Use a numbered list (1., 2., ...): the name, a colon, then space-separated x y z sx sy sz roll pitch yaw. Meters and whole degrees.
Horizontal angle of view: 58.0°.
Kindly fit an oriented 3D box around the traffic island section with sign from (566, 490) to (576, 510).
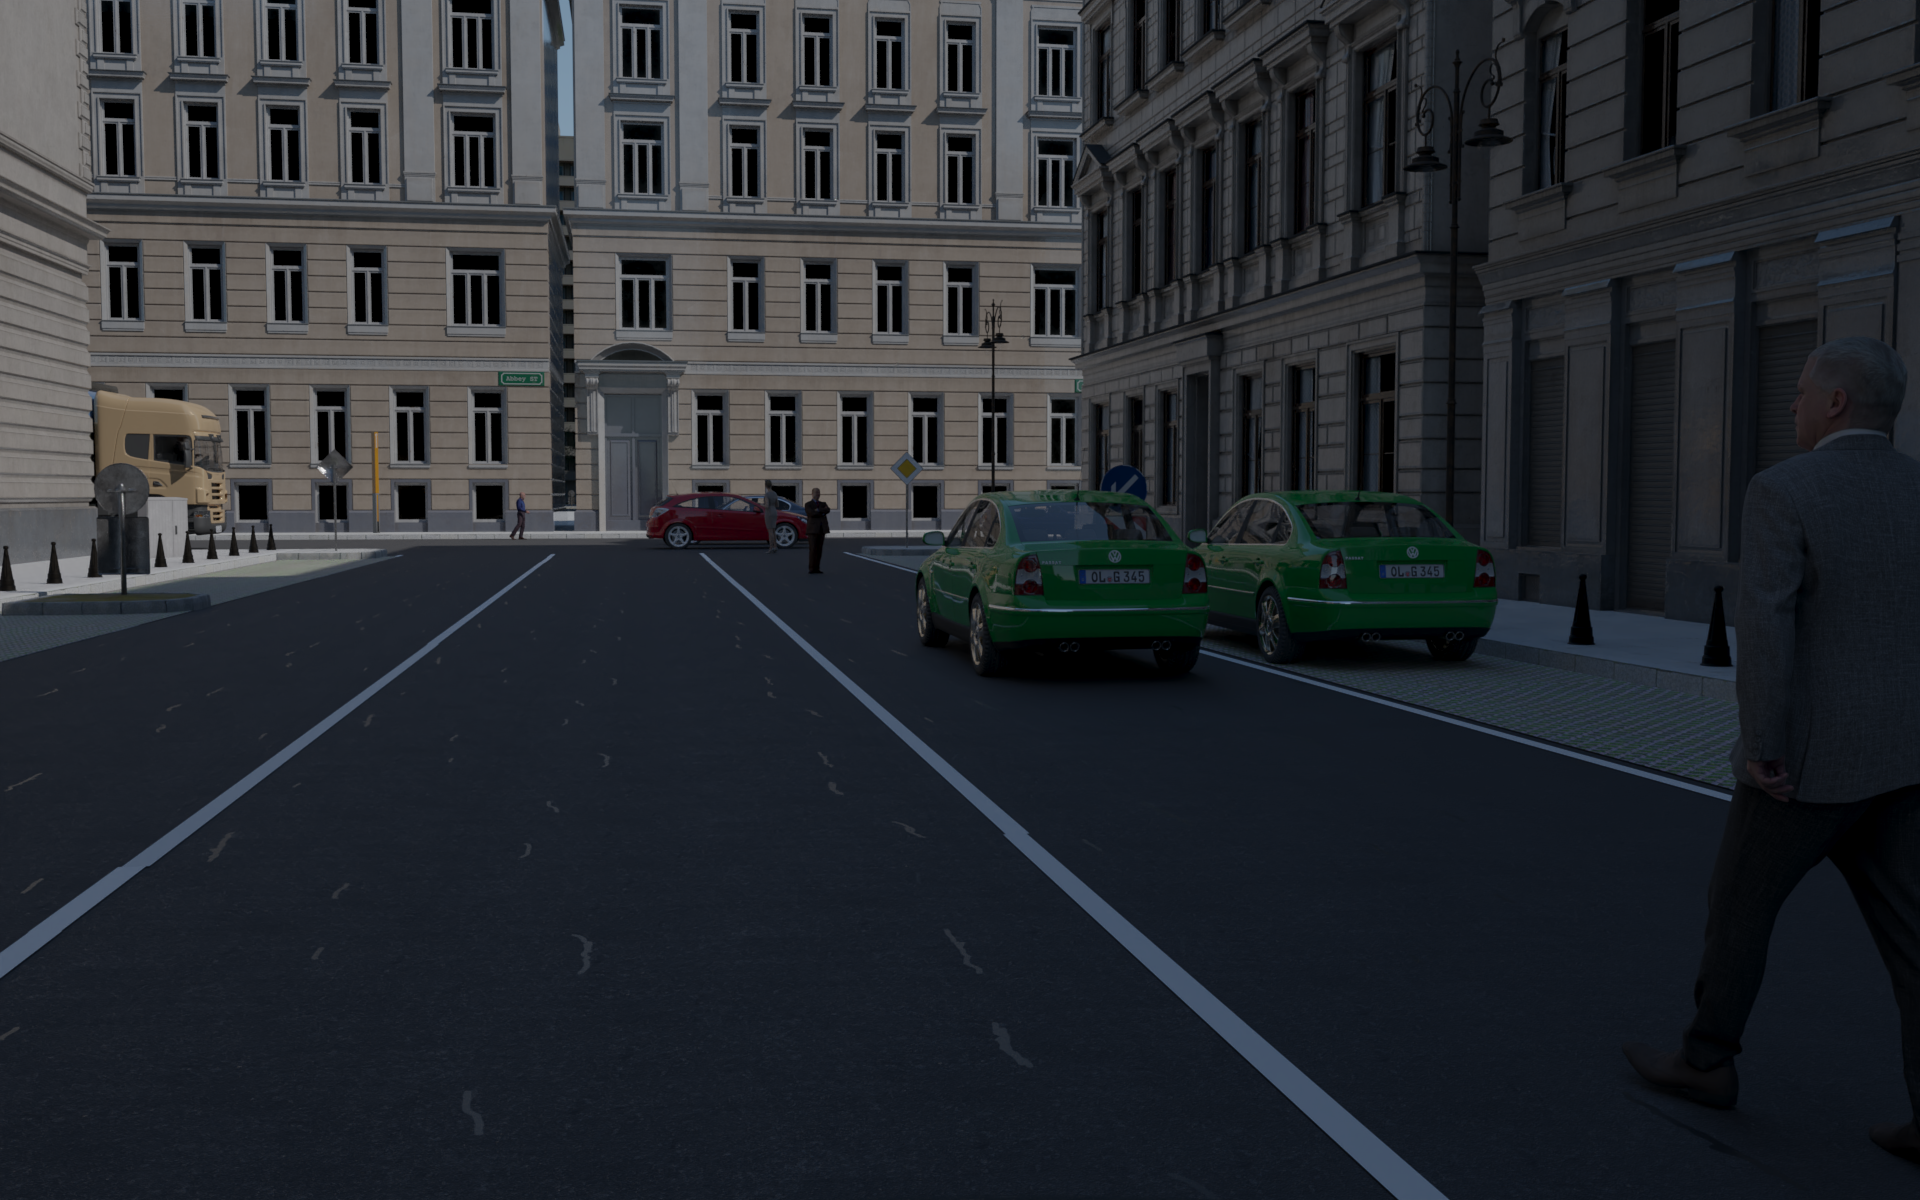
1. traffic island section with sign: -40.074 -10.424 179.052 1.989 1.847 2.006 -1 4 -11

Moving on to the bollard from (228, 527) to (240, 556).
1. bollard: -15.051 -1.214 35.896 0.229 0.601 0.229 0 3 0

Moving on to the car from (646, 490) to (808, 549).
1. car: -6.046 -2.253 45.877 4.494 1.783 2.155 -1 4 -12

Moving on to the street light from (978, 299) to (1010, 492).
1. street light: 0.790 -4.184 41.193 0.468 5.910 1.993 -1 4 -11

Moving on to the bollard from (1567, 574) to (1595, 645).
1. bollard: 5.309 0.077 14.782 0.229 0.601 0.229 0 3 0

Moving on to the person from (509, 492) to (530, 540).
1. person: -13.742 -2.638 54.323 0.600 1.496 0.574 1 4 23

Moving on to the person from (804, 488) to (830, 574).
1. person: -2.555 -1.251 31.230 0.482 1.546 0.388 -2 4 -26

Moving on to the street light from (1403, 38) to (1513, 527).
1. street light: 5.172 -2.776 18.182 0.468 5.910 1.993 -1 4 -11

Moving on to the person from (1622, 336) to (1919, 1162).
1. person: 1.921 0.306 3.900 0.661 1.777 0.834 -1 4 -23

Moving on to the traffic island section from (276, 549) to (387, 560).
1. traffic island section: -14.069 -1.022 38.998 2.009 0.180 2.903 -1 4 -11

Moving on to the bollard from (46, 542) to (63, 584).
1. bollard: -12.964 -0.535 24.781 0.229 0.601 0.229 0 3 0

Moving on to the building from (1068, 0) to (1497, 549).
1. building: 8.994 -10.248 32.175 10.561 19.102 19.286 -1 4 -11

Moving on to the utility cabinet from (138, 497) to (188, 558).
1. utility cabinet: -16.072 -1.455 34.950 0.306 1.237 1.020 1 4 22

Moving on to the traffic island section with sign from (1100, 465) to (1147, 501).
1. traffic island section with sign: 1.976 -0.951 24.179 1.989 1.847 2.006 -1 4 -11

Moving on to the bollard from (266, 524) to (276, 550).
1. bollard: -15.750 -1.440 39.592 0.229 0.601 0.229 0 3 0

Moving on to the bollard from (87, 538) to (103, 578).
1. bollard: -13.311 -0.648 26.630 0.229 0.601 0.229 0 3 0

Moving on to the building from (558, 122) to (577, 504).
1. building: -53.232 -36.643 222.821 21.600 48.544 21.300 -1 4 -11

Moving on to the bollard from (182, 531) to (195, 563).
1. bollard: -14.355 -0.988 32.193 0.229 0.601 0.229 0 3 0

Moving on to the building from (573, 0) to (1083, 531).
1. building: -4.824 -17.158 66.439 20.117 28.700 13.634 -1 4 -11

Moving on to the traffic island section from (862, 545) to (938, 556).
1. traffic island section: -1.250 -1.169 41.394 2.009 0.180 2.903 -1 4 -11

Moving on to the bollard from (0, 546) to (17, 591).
1. bollard: -12.612 -0.420 22.908 0.229 0.601 0.229 0 3 0

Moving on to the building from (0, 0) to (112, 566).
1. building: -26.390 -12.270 29.488 19.941 23.489 11.050 -1 4 -11

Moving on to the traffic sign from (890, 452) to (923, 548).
1. traffic sign: -1.272 -2.304 41.312 0.795 2.450 0.064 -1 4 -11

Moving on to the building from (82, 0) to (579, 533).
1. building: -24.539 -16.913 62.430 20.117 28.700 13.634 -1 4 -11

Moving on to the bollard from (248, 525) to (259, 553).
1. bollard: -15.401 -1.327 37.744 0.229 0.601 0.229 0 3 0

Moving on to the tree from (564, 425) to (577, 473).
1. tree: -40.067 -14.157 165.880 8.767 10.594 7.601 -2 4 -26

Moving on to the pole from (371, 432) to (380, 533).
1. pole: -19.218 -3.859 56.943 0.158 3.312 0.155 0 3 0

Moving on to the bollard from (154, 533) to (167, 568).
1. bollard: -14.003 -0.874 30.327 0.229 0.601 0.229 0 3 0

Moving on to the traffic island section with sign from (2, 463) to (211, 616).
1. traffic island section with sign: -10.425 -0.778 21.355 1.989 1.847 2.006 -1 4 -11

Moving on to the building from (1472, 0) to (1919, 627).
1. building: 12.734 -10.042 13.341 9.793 20.994 18.267 -1 4 -11

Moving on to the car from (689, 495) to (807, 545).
1. car: -6.199 -2.304 49.676 4.499 1.417 2.014 -1 4 -10

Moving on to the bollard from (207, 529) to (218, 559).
1. bollard: -14.705 -1.101 34.041 0.229 0.601 0.229 0 3 0

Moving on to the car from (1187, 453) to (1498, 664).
1. car: 3.234 -0.441 16.010 1.959 1.807 4.718 -1 4 -10

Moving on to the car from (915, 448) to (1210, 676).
1. car: 0.742 -0.386 15.115 1.959 1.807 4.718 -1 4 -11

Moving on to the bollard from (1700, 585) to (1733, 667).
1. bollard: 5.657 0.190 12.931 0.229 0.601 0.229 0 3 0

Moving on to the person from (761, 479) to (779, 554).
1. person: -4.579 -2.009 41.685 0.374 1.781 0.599 2 4 29

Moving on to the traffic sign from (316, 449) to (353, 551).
1. traffic sign: -14.047 -2.159 38.941 0.795 2.450 0.064 -1 4 -11

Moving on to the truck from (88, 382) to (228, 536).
1. truck: -23.993 -3.354 43.745 11.283 4.237 2.839 -1 4 -9
